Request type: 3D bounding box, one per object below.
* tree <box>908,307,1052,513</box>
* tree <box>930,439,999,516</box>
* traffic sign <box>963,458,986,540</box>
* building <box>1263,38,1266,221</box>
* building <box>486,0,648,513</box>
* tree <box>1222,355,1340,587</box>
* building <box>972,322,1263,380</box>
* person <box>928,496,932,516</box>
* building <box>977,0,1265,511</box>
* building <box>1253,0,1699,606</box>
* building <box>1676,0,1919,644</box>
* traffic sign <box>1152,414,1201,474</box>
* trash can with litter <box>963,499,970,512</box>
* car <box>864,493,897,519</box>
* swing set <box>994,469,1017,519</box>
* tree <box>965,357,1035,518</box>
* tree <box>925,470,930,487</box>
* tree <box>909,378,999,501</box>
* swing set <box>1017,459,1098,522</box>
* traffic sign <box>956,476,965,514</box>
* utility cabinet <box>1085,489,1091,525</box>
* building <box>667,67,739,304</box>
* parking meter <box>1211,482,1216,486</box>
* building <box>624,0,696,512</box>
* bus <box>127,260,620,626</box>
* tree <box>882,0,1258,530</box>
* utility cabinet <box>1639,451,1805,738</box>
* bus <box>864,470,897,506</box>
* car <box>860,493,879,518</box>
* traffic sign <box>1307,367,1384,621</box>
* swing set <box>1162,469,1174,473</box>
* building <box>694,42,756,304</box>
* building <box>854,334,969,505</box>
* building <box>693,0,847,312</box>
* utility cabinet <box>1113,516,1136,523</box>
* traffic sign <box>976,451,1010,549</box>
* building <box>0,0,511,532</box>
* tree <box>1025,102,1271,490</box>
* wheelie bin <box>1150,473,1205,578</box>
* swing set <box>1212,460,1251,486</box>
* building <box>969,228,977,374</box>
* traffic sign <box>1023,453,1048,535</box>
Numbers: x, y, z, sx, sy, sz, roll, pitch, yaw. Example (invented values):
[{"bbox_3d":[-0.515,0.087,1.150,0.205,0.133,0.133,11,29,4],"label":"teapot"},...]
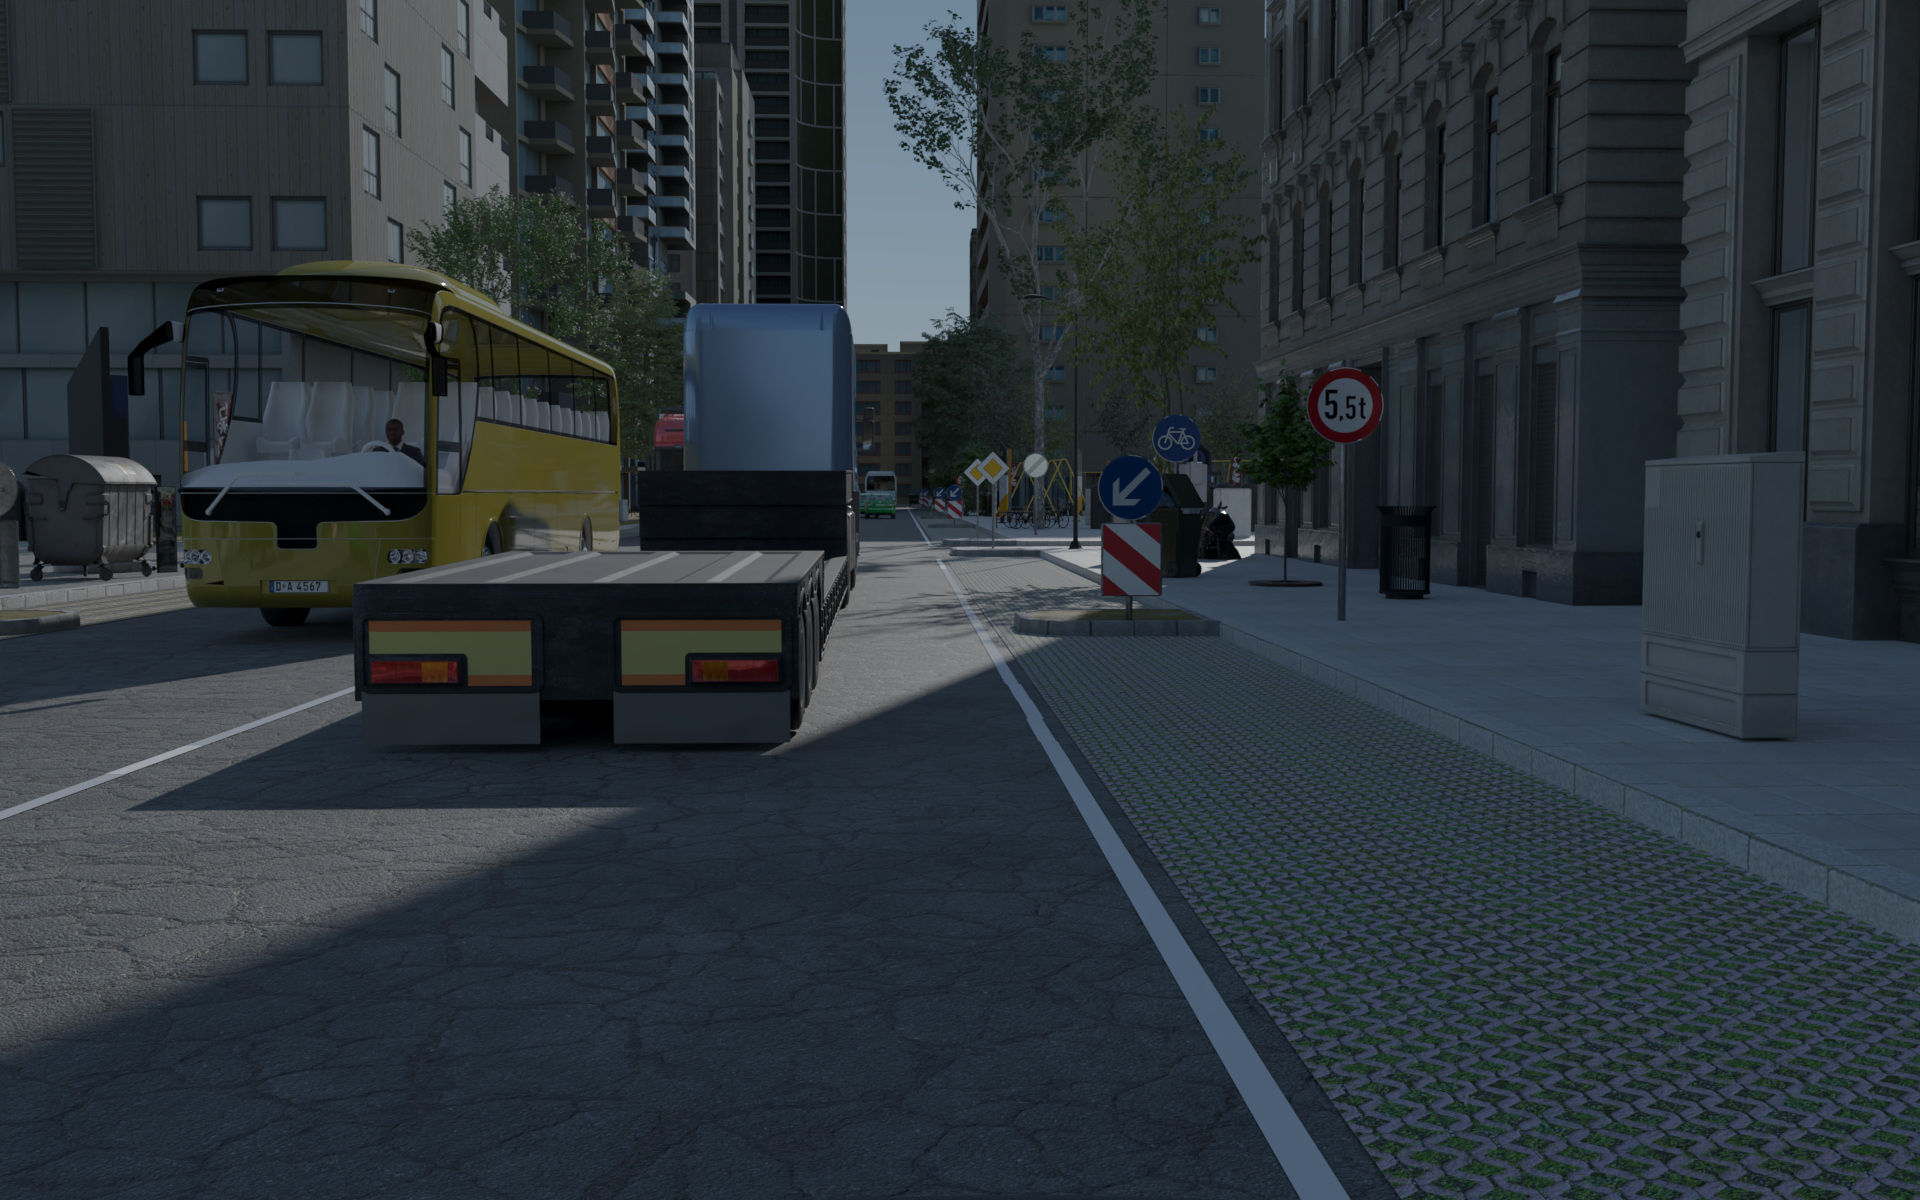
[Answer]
[{"bbox_3d":[1.137,-12.947,118.346,9.857,13.997,8.962,0,3,0],"label":"tree"},{"bbox_3d":[1.102,-7.332,103.590,4.285,4.588,4.351,0,3,0],"label":"tree"},{"bbox_3d":[0.494,-2.756,48.702,0.795,2.450,0.064,0,4,-2],"label":"traffic sign"},{"bbox_3d":[44.316,-41.549,221.317,28.212,58.520,21.231,0,4,-2],"label":"building"},{"bbox_3d":[-31.301,-27.572,105.427,22.147,44.769,28.867,0,4,-2],"label":"building"},{"bbox_3d":[4.561,-1.823,24.402,1.663,3.219,1.824,0,3,0],"label":"tree"},{"bbox_3d":[15.555,-19.808,168.901,27.650,21.520,28.899,0,4,-2],"label":"building"},{"bbox_3d":[-1.911,-5.985,110.595,0.306,1.304,0.590,1,4,15],"label":"person"},{"bbox_3d":[12.477,-31.735,142.576,21.300,48.544,21.600,0,4,-2],"label":"building"},{"bbox_3d":[11.396,-10.957,28.302,9.793,20.994,18.267,0,4,-2],"label":"building"},{"bbox_3d":[12.779,-11.018,9.029,11.050,23.489,19.941,0,4,-2],"label":"building"},{"bbox_3d":[3.459,-1.690,27.736,0.768,2.556,0.104,0,4,8],"label":"traffic sign"},{"bbox_3d":[0.705,-6.892,124.066,1.055,1.170,0.624,0,4,3],"label":"trash can with litter"},{"bbox_3d":[-4.674,-5.670,101.494,1.959,1.807,4.718,0,4,-3],"label":"car"},{"bbox_3d":[3.158,-5.265,83.704,2.862,2.851,3.119,0,4,-6],"label":"swing set"},{"bbox_3d":[2.123,-8.766,93.684,4.360,8.622,3.978,0,3,0],"label":"tree"},{"bbox_3d":[-1.121,-11.021,163.902,4.285,4.588,4.351,0,3,0],"label":"tree"},{"bbox_3d":[0.127,-11.884,128.709,8.767,10.594,7.601,0,4,8],"label":"tree"},{"bbox_3d":[4.368,-4.911,77.923,2.862,2.851,3.119,0,4,-8],"label":"swing set"},{"bbox_3d":[0.158,-6.767,110.743,0.768,2.556,0.104,0,4,7],"label":"traffic sign"},{"bbox_3d":[5.406,-3.862,71.828,0.318,1.500,1.173,1,4,10],"label":"utility cabinet"},{"bbox_3d":[-28.234,-29.204,161.074,14.154,41.232,14.086,0,4,-2],"label":"building"},{"bbox_3d":[12.195,-4.787,83.977,0.255,1.863,0.399,3,4,39],"label":"parking meter"},{"bbox_3d":[-31.781,-50.421,137.053,22.319,86.520,31.000,0,4,-2],"label":"building"},{"bbox_3d":[-6.512,-1.869,22.110,2.896,3.916,12.252,0,4,-3],"label":"bus"},{"bbox_3d":[4.136,-12.563,61.292,12.611,20.169,13.585,0,3,0],"label":"tree"},{"bbox_3d":[4.136,-0.050,9.491,0.318,1.500,1.173,0,4,-4],"label":"utility cabinet"},{"bbox_3d":[-6.685,-9.241,145.952,2.948,3.499,13.247,0,4,-3],"label":"bus"},{"bbox_3d":[-5.882,-5.987,106.678,1.959,1.807,4.718,0,4,-3],"label":"car"},{"bbox_3d":[3.870,-1.063,17.488,0.768,2.556,0.104,0,4,3],"label":"traffic sign"},{"bbox_3d":[14.086,-6.827,109.238,3.119,2.851,2.862,2,4,34],"label":"swing set"},{"bbox_3d":[-33.090,-34.257,183.797,21.600,48.544,21.300,0,4,-2],"label":"building"},{"bbox_3d":[0.314,-23.197,224.318,28.899,21.520,27.650,0,4,-2],"label":"building"},{"bbox_3d":[-24.816,-47.710,218.304,20.611,71.187,20.563,0,4,-2],"label":"building"},{"bbox_3d":[3.124,-1.487,32.987,0.318,1.500,1.173,1,4,12],"label":"utility cabinet"},{"bbox_3d":[0.774,-2.268,40.721,0.795,2.450,0.064,0,4,-2],"label":"traffic sign"},{"bbox_3d":[-34.040,-29.340,68.952,28.713,52.752,27.495,0,4,-2],"label":"building"},{"bbox_3d":[3.634,-4.986,31.884,4.737,8.622,4.395,0,3,0],"label":"tree"},{"bbox_3d":[3.292,-1.149,26.700,0.693,1.594,0.980,3,5,44],"label":"wheelie bin"},{"bbox_3d":[12.466,-5.066,80.443,3.119,2.851,2.862,1,4,21],"label":"swing set"},{"bbox_3d":[7.968,-25.574,189.839,14.160,30.474,14.107,0,4,-2],"label":"building"},{"bbox_3d":[2.360,-3.298,54.029,0.768,2.556,0.104,0,4,2],"label":"traffic sign"}]
